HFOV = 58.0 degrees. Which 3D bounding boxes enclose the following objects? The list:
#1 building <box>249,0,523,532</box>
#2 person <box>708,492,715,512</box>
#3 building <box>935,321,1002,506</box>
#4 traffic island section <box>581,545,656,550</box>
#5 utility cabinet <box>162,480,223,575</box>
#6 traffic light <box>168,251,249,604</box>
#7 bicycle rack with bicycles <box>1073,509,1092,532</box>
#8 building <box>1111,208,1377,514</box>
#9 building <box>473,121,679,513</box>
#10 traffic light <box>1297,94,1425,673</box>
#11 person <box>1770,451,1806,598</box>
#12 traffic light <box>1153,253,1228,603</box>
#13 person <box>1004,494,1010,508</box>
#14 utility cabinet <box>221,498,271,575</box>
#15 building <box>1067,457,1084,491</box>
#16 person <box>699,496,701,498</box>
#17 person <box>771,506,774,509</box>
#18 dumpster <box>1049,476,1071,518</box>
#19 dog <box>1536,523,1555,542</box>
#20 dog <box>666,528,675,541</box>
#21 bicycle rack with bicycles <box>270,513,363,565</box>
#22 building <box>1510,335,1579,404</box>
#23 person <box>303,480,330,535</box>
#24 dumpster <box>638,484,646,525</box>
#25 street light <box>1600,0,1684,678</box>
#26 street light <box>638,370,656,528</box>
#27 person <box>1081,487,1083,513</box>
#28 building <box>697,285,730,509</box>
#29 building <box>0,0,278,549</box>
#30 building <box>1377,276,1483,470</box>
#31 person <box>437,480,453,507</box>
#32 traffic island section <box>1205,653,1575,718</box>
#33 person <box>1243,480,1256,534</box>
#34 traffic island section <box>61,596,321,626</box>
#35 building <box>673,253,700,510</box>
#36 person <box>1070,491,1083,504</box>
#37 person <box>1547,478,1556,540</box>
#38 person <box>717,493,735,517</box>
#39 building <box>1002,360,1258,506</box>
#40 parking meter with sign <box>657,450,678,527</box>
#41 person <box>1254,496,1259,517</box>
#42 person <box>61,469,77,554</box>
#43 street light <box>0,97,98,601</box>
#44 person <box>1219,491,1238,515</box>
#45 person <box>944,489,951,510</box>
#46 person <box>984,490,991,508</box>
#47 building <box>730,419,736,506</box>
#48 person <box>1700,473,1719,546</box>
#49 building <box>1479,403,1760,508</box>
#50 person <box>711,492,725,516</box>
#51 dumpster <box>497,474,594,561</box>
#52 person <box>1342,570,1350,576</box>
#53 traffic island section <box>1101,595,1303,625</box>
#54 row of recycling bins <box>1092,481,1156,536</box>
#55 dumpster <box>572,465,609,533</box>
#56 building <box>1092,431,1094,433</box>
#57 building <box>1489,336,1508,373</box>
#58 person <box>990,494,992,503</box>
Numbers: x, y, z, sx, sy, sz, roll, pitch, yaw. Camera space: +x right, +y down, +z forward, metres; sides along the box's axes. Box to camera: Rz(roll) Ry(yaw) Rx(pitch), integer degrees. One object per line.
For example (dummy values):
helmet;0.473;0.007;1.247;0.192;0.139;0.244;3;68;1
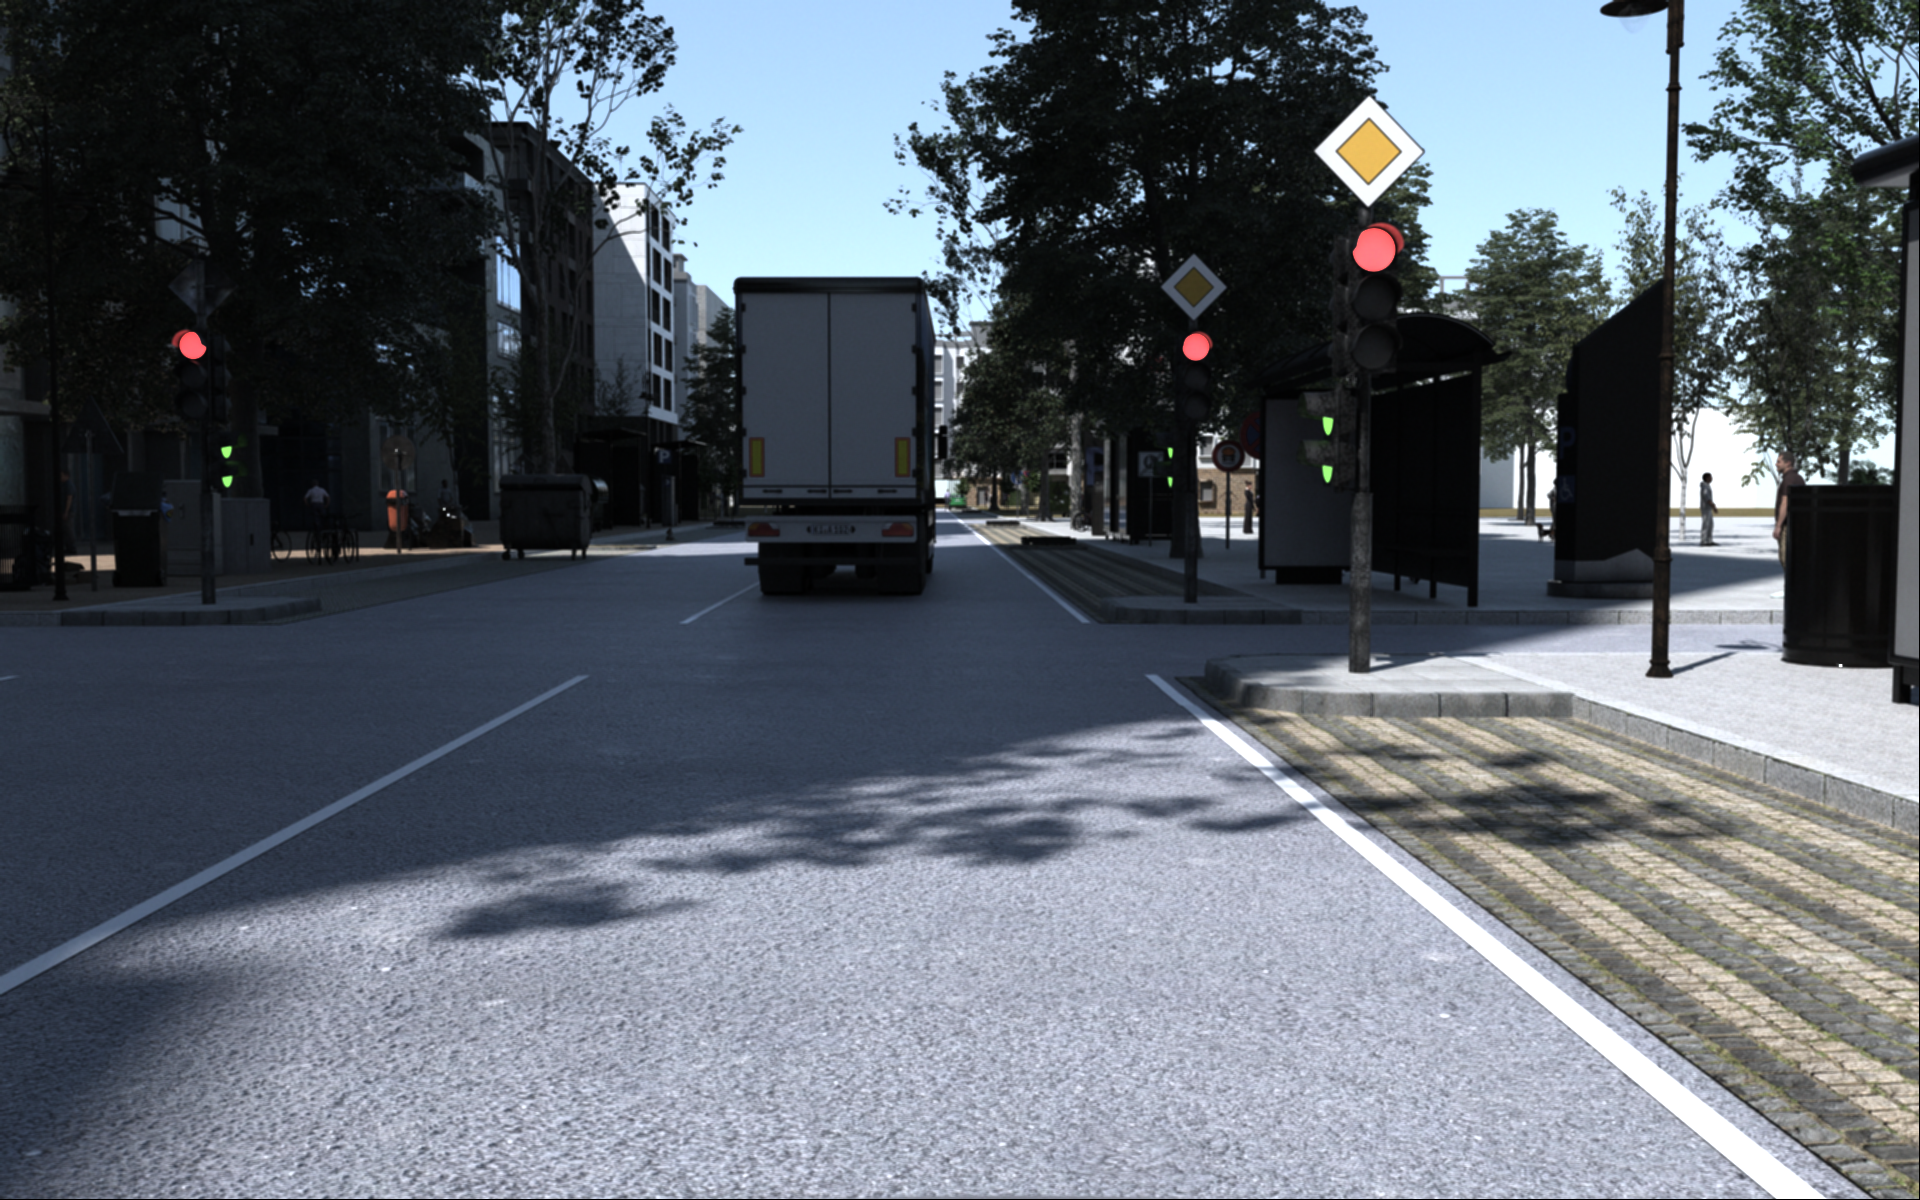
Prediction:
building;-31.568;-46.432;71.836;22.319;86.520;31.000;0;4;-1
person;-17.768;-7.199;124.281;0.617;1.759;0.750;-2;4;-30
building;-1.166;-20.747;195.627;11.380;20.091;16.016;0;4;-1
traffic island section;-8.940;-1.347;44.893;1.991;0.108;1.994;0;4;-1
utility cabinet;-12.149;-1.120;26.997;1.173;1.500;0.318;0;4;5
traffic light;-8.754;-1.907;20.107;0.839;4.253;0.868;0;4;-1
bicycle rack with bicycles;5.193;-2.862;60.170;2.925;0.926;2.852;0;4;-6
building;18.772;-16.005;118.105;16.016;20.091;11.380;0;4;-1
building;-34.495;-16.360;111.454;27.936;21.610;32.646;0;4;-1
traffic light;2.857;-1.433;12.357;0.839;4.253;0.868;0;4;-1
person;10.194;-0.930;21.379;0.598;1.807;0.434;-3;4;-37
traffic light;2.705;-1.922;20.340;0.839;4.253;0.868;0;4;-1
person;4.358;-9.388;159.980;0.568;1.767;0.683;3;4;38
utility cabinet;-11.601;-1.015;27.759;0.306;1.237;1.020;3;5;43
building;17.958;-18.439;157.890;16.016;20.091;11.380;0;4;-1
person;-19.684;-7.402;127.779;1.217;1.735;0.721;1;4;10
person;-16.201;-8.791;149.783;0.705;1.824;1.348;-1;4;-11
dumpster;5.300;-5.612;94.248;1.502;2.255;1.985;0;4;-1
dog;15.607;-1.789;46.080;0.406;0.507;0.540;3;4;39
dog;-8.808;-2.011;53.077;0.550;0.427;0.748;2;4;30
bicycle rack with bicycles;-12.254;-1.156;32.278;2.852;0.926;2.925;0;4;3
building;65.433;-20.828;196.960;11.380;20.091;16.016;0;4;-1
person;-19.266;-2.747;51.891;0.756;1.711;0.436;-1;4;-21
dumpster;-13.799;-4.040;71.806;1.264;1.857;1.865;0;4;-1
street light;4.913;-2.397;11.987;0.468;5.910;1.993;0;4;-1
street light;-11.654;-5.615;64.590;0.468;5.910;1.993;0;4;-1
person;7.634;-6.192;108.008;0.721;1.743;1.217;3;5;40
building;-37.308;-17.618;154.508;31.486;18.905;16.747;0;4;-1
building;-32.004;-25.812;41.641;23.786;49.044;30.456;0;4;-1
building;39.258;-18.360;156.608;11.380;20.091;16.016;0;4;-1
person;-18.940;-3.520;63.749;0.789;1.805;0.875;3;4;38
traffic island section;2.897;0.600;12.472;2.009;0.180;2.903;0;4;-1
person;9.379;-2.999;55.879;0.445;1.727;0.742;0;4;-3
traffic island section;-8.794;0.125;20.241;2.009;0.180;2.903;0;4;-1
building;-28.338;-16.976;133.974;16.016;20.091;11.380;0;4;-1
person;6.655;-5.547;97.520;1.217;1.735;0.721;2;4;33
person;16.603;-2.540;48.301;0.376;1.734;0.841;3;4;36
person;-13.246;-5.581;98.009;1.217;1.735;0.721;-3;5;-42
building;20.625;-20.110;195.264;31.486;18.905;16.747;0;4;-1
parking meter with sign;-11.565;-4.435;68.767;0.543;3.016;1.738;0;4;1
person;16.985;-5.433;98.104;0.697;1.427;0.421;-2;4;-24
person;-19.060;-1.881;36.921;0.434;1.807;0.598;-1;4;-17
street light;-10.861;-2.933;20.739;0.468;5.910;1.993;0;4;-1
person;16.263;-6.009;105.014;1.217;1.735;0.721;0;4;4
person;-1.035;-8.696;150.544;0.709;1.838;0.599;1;4;9
person;2.480;-9.130;156.791;0.593;1.643;0.415;-1;4;-9
building;-32.659;-15.262;191.674;28.070;9.664;9.099;0;4;-1
person;18.388;-2.219;42.467;0.789;1.805;0.875;2;4;28
building;59.839;-13.367;160.692;28.070;9.664;9.099;0;4;-1
person;-14.074;-5.612;100.986;0.628;1.438;0.799;3;5;43
dumpster;-8.977;-1.795;37.558;1.865;1.857;1.264;0;4;1
person;6.059;-1.100;27.263;0.776;1.435;0.726;-1;4;-17
traffic island section;2.745;0.112;20.455;2.009;0.180;2.903;0;4;-1
row of recycling bins;5.153;-2.907;54.638;1.069;1.692;3.534;2;4;32
dumpster;-12.668;-3.390;57.928;1.502;2.255;1.985;0;4;-1
building;15.870;-11.983;138.061;9.099;9.664;28.070;0;4;-1
building;53.540;-20.810;196.659;11.380;20.091;16.016;0;4;-1
person;2.967;-9.269;160.781;0.799;1.438;0.628;0;4;-5
